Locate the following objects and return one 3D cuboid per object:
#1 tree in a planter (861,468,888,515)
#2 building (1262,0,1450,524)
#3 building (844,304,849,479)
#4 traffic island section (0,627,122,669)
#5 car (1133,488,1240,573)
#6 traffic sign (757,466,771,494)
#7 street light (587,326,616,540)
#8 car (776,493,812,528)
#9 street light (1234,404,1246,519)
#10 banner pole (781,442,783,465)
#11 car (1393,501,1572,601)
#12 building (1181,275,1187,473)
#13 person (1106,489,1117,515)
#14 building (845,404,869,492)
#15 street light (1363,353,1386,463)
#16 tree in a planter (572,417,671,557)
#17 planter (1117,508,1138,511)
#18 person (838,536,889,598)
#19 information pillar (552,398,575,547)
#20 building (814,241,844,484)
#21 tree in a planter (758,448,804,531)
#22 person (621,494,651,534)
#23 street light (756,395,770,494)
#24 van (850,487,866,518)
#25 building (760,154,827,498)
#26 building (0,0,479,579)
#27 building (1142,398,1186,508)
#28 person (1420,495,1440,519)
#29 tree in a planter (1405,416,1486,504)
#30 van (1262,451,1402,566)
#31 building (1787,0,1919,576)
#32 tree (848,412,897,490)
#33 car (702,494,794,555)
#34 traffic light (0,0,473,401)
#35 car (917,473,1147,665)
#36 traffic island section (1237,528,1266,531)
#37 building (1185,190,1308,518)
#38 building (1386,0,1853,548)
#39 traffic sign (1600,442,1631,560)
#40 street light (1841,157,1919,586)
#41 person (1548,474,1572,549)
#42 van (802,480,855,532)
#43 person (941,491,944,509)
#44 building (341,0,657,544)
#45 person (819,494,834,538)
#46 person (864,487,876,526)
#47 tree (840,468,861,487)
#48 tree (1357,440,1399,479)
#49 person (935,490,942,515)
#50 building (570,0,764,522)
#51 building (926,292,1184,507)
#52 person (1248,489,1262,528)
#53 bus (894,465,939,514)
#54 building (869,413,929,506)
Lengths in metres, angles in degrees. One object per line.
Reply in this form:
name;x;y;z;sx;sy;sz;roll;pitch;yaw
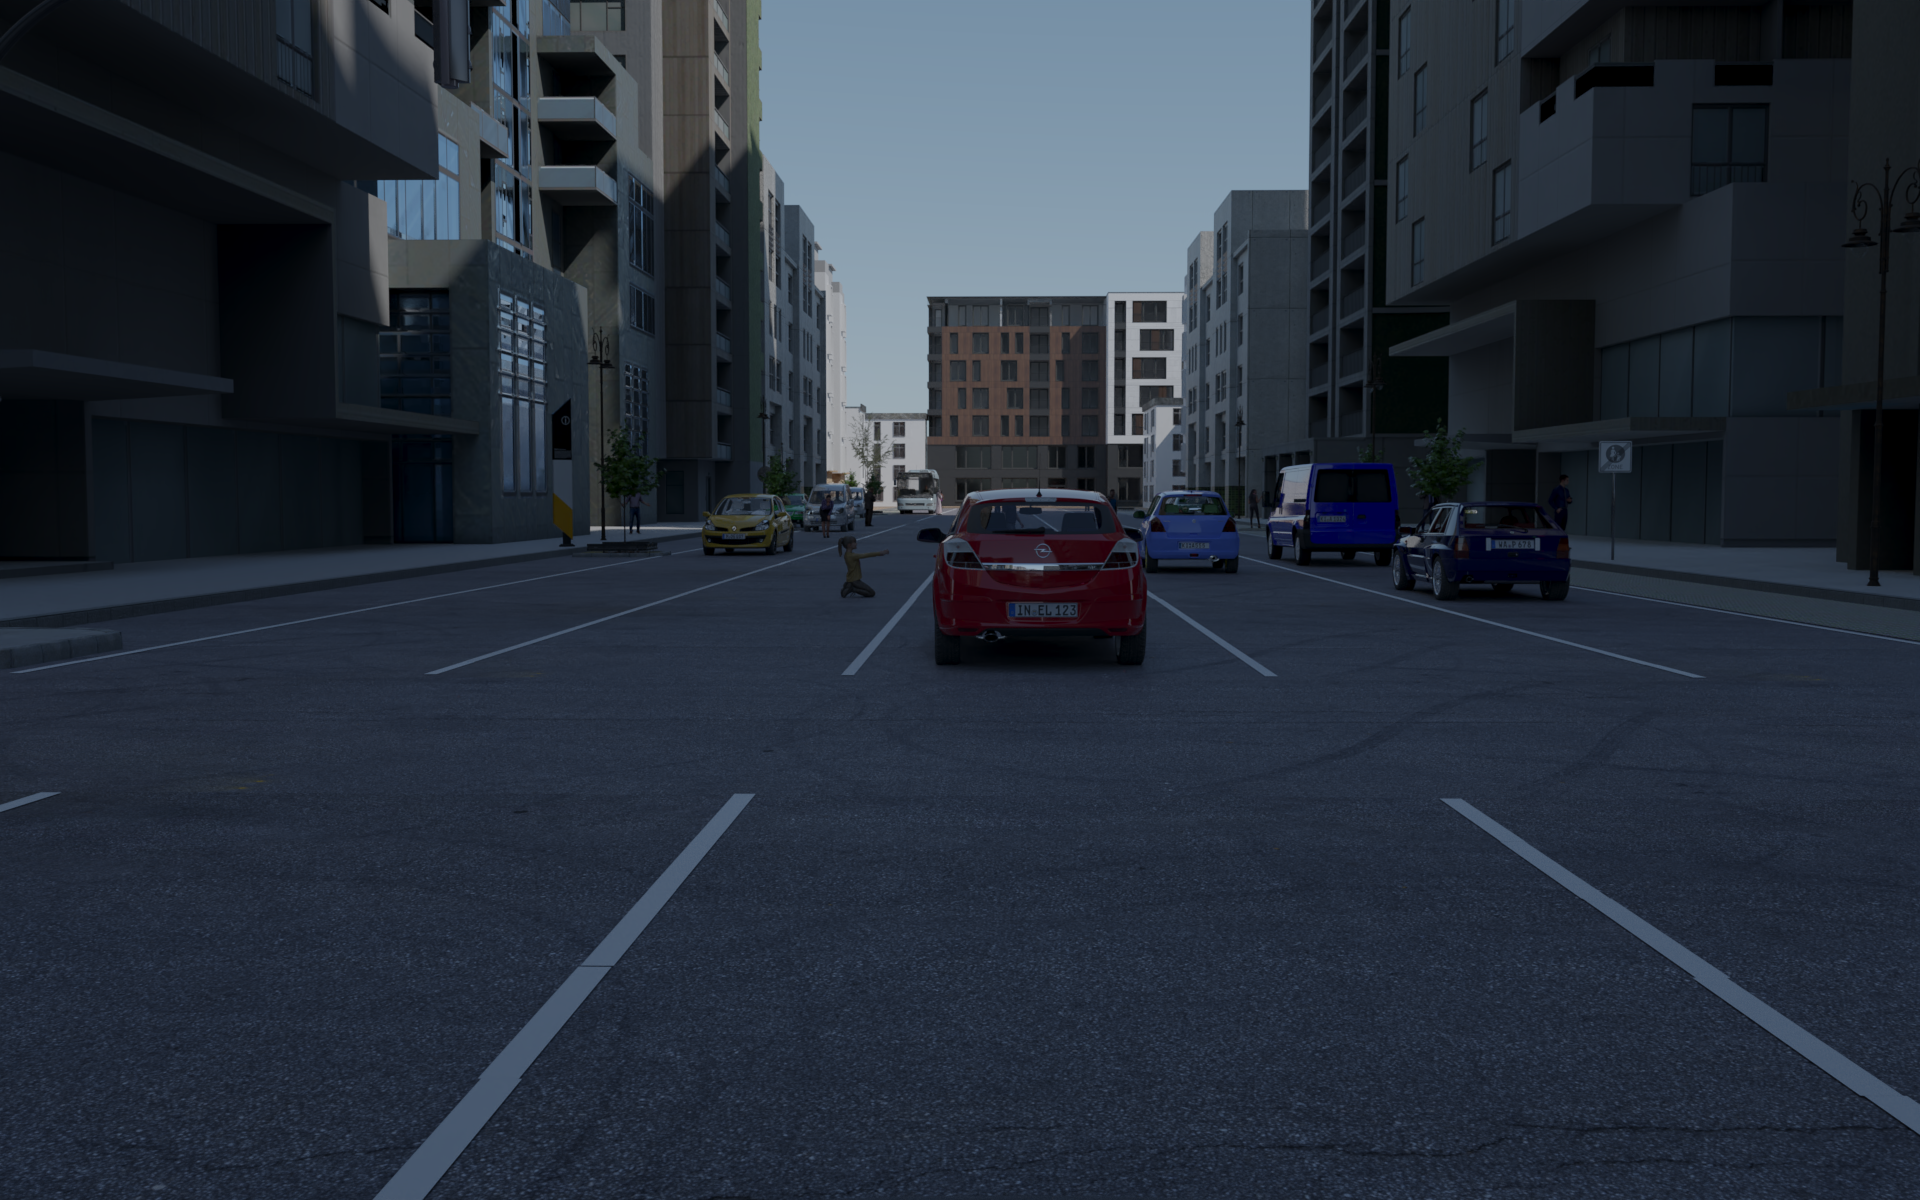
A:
tree in a planter;-5.887;-7.314;116.804;1.991;3.239;1.994;0;4;1
building;25.541;-39.060;76.883;20.563;71.187;20.611;0;4;1
building;-17.139;-17.373;140.467;16.016;20.091;11.380;0;4;1
traffic island section;-8.765;0.437;15.133;2.009;0.180;2.903;0;4;1
car;4.257;-1.411;32.666;1.945;1.707;3.694;0;4;2
traffic sign;-8.849;-4.809;78.732;0.768;2.556;0.104;1;4;9
street light;-9.888;-4.591;47.857;0.468;5.910;1.993;0;4;1
car;-7.170;-3.921;72.901;1.959;1.807;4.718;0;4;1
street light;14.409;-7.123;89.255;0.468;5.910;1.993;0;4;1
banner pole;-8.599;-5.726;83.638;0.401;3.779;0.863;0;4;-3
car;7.325;-0.737;24.625;1.945;1.354;3.894;0;4;2
building;24.951;-16.769;130.597;16.016;20.091;11.380;0;4;1
person;5.026;-2.890;57.619;0.662;1.594;0.647;3;5;40
building;-23.107;-13.441;161.906;28.070;9.664;9.099;0;4;1
street light;13.517;-5.126;56.590;0.468;5.910;1.993;0;4;1
tree in a planter;-7.806;-2.630;40.227;1.991;3.239;1.994;0;4;1
planter;13.697;-7.489;143.586;1.991;0.319;1.994;0;4;1
person;-1.349;-0.467;24.061;0.695;0.859;0.347;-1;4;-14
information pillar;-9.650;-3.102;42.076;0.504;3.616;0.183;-2;4;-35
building;-17.299;-16.604;127.888;16.016;20.091;11.380;0;4;1
tree in a planter;-7.117;-4.313;67.742;1.991;3.239;1.994;0;4;1
person;-10.385;-2.891;55.268;0.963;1.587;0.435;-2;4;-30
street light;-9.152;-6.606;80.797;0.468;5.910;1.993;0;4;1
van;-6.443;-5.903;103.524;2.013;2.044;4.112;0;4;2
building;-18.168;-14.674;106.385;16.747;18.905;31.486;0;4;1
building;-25.887;-26.910;29.212;28.713;52.752;27.495;0;4;1
building;21.478;-12.755;150.698;9.099;9.664;28.070;0;4;1
person;14.911;-2.940;54.935;0.655;1.722;0.431;-1;4;-15
tree in a planter;11.109;-2.615;39.980;1.991;3.239;1.994;0;4;1
van;7.698;-1.949;36.256;2.240;2.365;5.245;0;4;1
building;28.363;-22.604;24.208;28.867;44.769;22.147;0;4;1
tree;-7.947;-12.339;152.101;4.360;8.622;3.978;0;3;0
car;-5.098;-1.931;41.801;2.015;1.641;3.980;0;4;3
traffic light;-6.631;-2.466;14.980;4.771;5.953;1.251;0;4;1
car;0.666;-0.426;16.003;2.155;1.783;4.494;0;3;0
traffic island section;11.783;-2.726;67.435;1.991;0.108;1.994;0;4;1
building;24.329;-14.850;109.250;16.747;18.905;31.486;0;4;1
building;29.702;-28.385;53.326;28.713;52.752;27.495;0;4;1
traffic sign;12.668;-1.922;33.552;0.606;2.300;0.079;0;4;7
street light;12.742;-3.131;23.974;0.468;5.910;1.993;0;4;1
person;14.056;-2.055;40.352;0.576;1.737;0.504;-3;5;-42
van;-5.044;-3.664;66.926;2.013;2.044;4.112;0;4;2
person;-1.761;-8.696;151.360;0.721;1.739;1.217;2;4;35
building;-22.700;-45.543;57.304;22.319;86.520;31.000;0;4;1
person;-4.335;-2.734;56.430;0.421;1.427;0.697;-1;4;-20
person;-3.975;-4.139;76.857;0.565;1.739;0.600;1;4;20
tree;-8.108;-8.219;128.986;1.663;3.219;1.824;0;3;0
tree;14.170;-4.016;60.269;1.663;3.219;1.824;0;3;0
person;-1.432;-6.706;118.808;0.621;1.740;0.551;-2;4;-28
building;-17.201;-24.310;81.057;14.154;41.232;14.086;0;4;1
building;13.120;-21.116;189.218;32.646;21.610;27.936;0;4;1
person;12.070;-3.713;70.671;0.593;1.643;0.415;0;4;-1
bus;-3.014;-8.034;126.215;2.948;3.499;13.247;0;4;1
building;-17.482;-14.560;180.205;28.070;9.664;9.099;0;4;1
